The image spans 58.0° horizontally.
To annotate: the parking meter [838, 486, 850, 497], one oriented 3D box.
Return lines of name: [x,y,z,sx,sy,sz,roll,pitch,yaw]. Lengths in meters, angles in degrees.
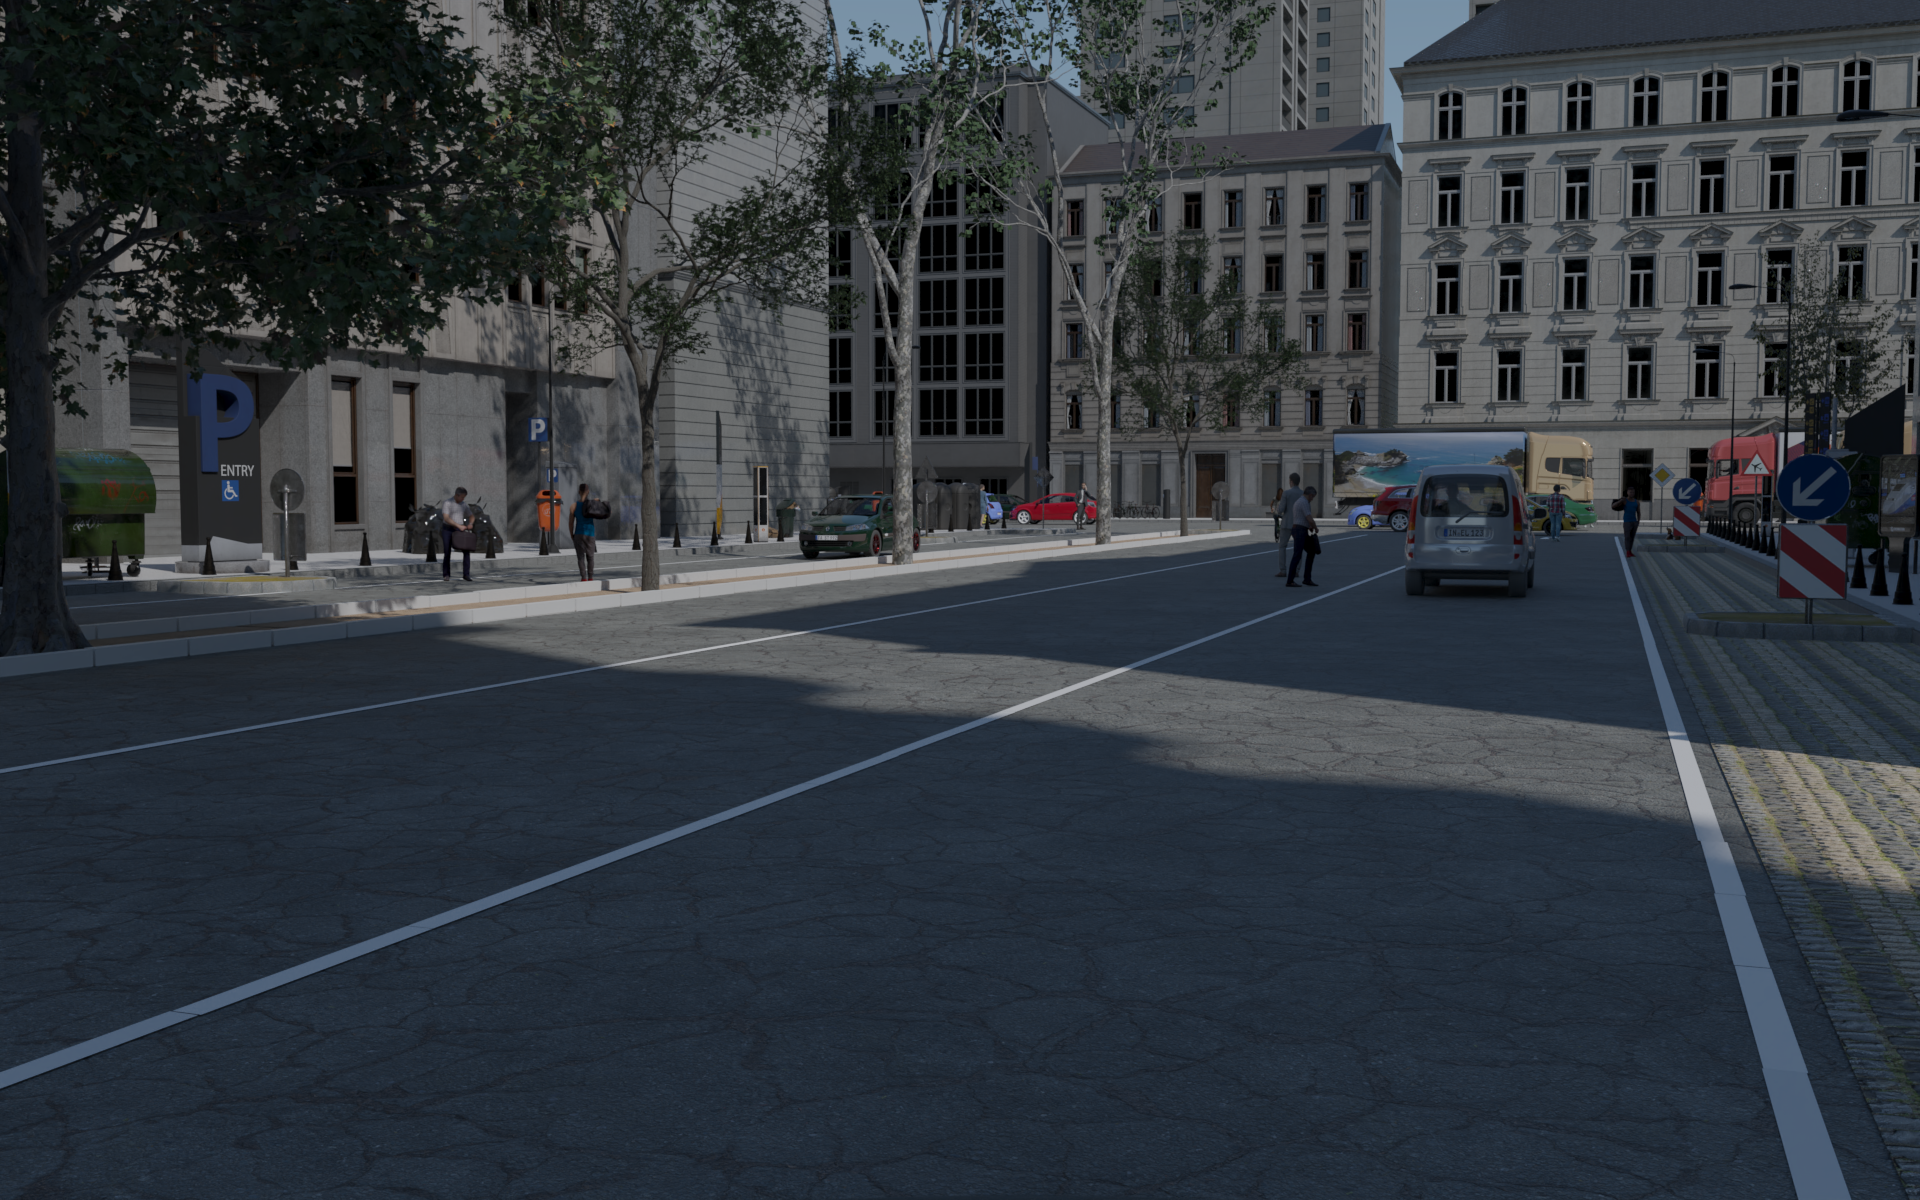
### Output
parking meter: [-3.611,-2.782,53.905,0.372,1.533,0.369,0,3,0]

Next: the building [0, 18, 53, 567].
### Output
building: [-27.892,-11.359,19.010,16.112,22.955,30.059,1,4,20]

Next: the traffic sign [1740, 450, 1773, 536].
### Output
traffic sign: [23.443,-3.120,51.015,0.884,2.594,0.081,2,4,26]

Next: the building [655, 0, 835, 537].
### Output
building: [-20.321,-17.333,60.893,29.804,29.767,11.434,1,4,20]

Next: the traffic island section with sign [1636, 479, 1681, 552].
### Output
traffic island section with sign: [17.902,-2.104,43.036,1.989,1.847,2.006,1,4,20]

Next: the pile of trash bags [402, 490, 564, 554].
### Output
pile of trash bags: [-10.464,-1.728,38.009,3.447,1.369,1.912,-1,4,-16]

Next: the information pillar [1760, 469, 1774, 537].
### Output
information pillar: [24.037,-2.879,51.570,0.304,2.012,0.304,2,4,30]

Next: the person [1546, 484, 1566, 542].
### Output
person: [18.023,-2.634,52.402,0.563,1.720,0.643,3,5,40]

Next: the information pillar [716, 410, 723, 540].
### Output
information pillar: [-6.780,-3.511,48.759,0.183,3.616,0.504,0,4,2]

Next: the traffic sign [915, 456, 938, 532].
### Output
traffic sign: [-1.142,-3.580,58.541,0.884,2.594,0.081,2,4,29]

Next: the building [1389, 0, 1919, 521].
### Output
building: [45.010,-18.998,87.033,44.131,29.872,17.030,1,4,20]

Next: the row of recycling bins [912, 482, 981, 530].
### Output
row of recycling bins: [-0.446,-3.384,62.441,1.069,1.692,3.534,3,4,38]

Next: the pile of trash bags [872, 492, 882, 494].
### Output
pile of trash bags: [-4.511,-3.430,65.839,3.447,1.369,1.912,0,4,-4]

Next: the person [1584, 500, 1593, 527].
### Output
person: [26.910,-3.917,74.355,0.589,1.601,0.330,1,4,10]

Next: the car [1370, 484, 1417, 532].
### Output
car: [18.260,-3.476,65.511,5.304,1.827,2.281,1,4,18]

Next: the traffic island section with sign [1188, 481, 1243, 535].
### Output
traffic island section with sign: [9.123,-3.263,61.490,2.006,1.907,1.989,1,4,20]

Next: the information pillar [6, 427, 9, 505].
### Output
information pillar: [-13.306,-2.034,24.603,0.504,3.616,0.183,1,4,16]

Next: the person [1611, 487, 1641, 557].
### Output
person: [15.162,-1.772,39.342,0.647,1.594,0.662,-1,4,-11]

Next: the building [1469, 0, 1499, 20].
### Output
building: [82.509,-49.301,244.317,20.611,71.187,20.563,1,4,20]

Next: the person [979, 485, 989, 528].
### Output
person: [0.853,-3.817,70.936,0.581,1.822,0.654,2,4,28]

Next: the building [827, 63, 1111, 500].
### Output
building: [-4.487,-19.008,104.285,24.014,27.812,14.314,1,4,20]

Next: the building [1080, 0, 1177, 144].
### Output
building: [24.033,-44.358,163.502,20.563,71.187,20.611,1,4,20]

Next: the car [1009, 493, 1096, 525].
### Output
car: [4.499,-4.432,81.505,4.494,1.783,2.155,1,4,20]

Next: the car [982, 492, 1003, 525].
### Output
car: [0.126,-4.403,81.575,3.694,1.707,1.945,1,4,19]

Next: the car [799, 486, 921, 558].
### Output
car: [-2.256,-1.827,39.661,2.009,1.686,4.222,1,4,18]

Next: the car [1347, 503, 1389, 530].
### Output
car: [17.606,-3.708,70.223,3.694,1.707,1.945,1,4,21]

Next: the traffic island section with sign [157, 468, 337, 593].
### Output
traffic island section with sign: [-10.523,-1.060,25.963,1.989,1.847,2.006,1,4,20]

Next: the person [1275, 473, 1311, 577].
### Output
person: [5.722,-1.300,29.951,0.606,1.804,0.583,-1,4,-21]

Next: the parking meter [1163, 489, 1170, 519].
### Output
parking meter: [10.637,-4.937,89.128,0.372,1.533,0.369,0,3,0]

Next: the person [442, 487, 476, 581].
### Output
person: [-8.239,-1.088,28.509,0.590,1.554,0.614,3,5,42]

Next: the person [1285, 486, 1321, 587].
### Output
person: [5.325,-0.986,26.826,0.590,1.554,0.614,0,4,-1]

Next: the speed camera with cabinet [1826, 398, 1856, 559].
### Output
speed camera with cabinet: [17.907,-2.496,35.149,0.660,3.252,2.038,2,4,28]

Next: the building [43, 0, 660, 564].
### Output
building: [-17.783,-13.718,42.315,12.078,24.808,19.932,1,4,20]

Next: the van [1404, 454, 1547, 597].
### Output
van: [7.586,-1.135,25.577,2.013,2.044,4.112,1,4,20]

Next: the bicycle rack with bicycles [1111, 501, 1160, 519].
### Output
bicycle rack with bicycles: [8.708,-4.693,90.114,2.852,0.926,2.925,-1,4,-23]

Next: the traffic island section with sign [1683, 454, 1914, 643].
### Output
traffic island section with sign: [8.529,-0.558,17.757,1.989,1.847,2.006,1,4,20]

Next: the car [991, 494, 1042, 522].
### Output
car: [2.532,-4.772,87.804,4.222,1.686,2.009,1,4,21]

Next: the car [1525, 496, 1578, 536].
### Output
car: [19.507,-3.079,60.573,3.980,1.641,2.015,1,4,20]

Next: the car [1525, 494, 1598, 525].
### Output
car: [22.736,-3.489,68.846,4.920,1.459,2.131,1,4,19]

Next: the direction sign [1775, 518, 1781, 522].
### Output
direction sign: [37.257,-5.299,78.630,0.876,3.537,0.379,0,3,0]

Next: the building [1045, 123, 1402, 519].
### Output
building: [14.852,-15.079,95.690,18.267,20.994,9.793,1,4,20]

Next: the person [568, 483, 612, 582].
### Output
person: [-5.737,-1.004,26.790,0.647,1.594,0.662,-2,4,-30]

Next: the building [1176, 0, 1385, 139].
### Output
building: [38.061,-46.784,203.165,20.611,71.187,20.563,1,4,20]

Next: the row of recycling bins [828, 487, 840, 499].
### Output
row of recycling bins: [-10.952,-8.941,153.296,3.534,1.692,1.069,1,4,23]

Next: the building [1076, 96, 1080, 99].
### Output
building: [13.790,-36.220,211.811,30.456,49.044,23.786,1,4,20]

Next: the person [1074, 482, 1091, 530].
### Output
person: [4.916,-3.767,69.448,0.648,1.900,0.474,-2,4,-34]

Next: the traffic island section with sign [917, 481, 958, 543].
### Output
traffic island section with sign: [-1.151,-2.606,51.243,1.989,1.847,2.006,1,4,20]

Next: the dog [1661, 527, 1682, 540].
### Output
dog: [22.039,-2.044,53.607,0.550,0.427,0.748,1,4,10]

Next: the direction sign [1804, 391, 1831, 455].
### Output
direction sign: [19.133,-2.857,38.710,0.379,3.537,0.876,0,4,-8]

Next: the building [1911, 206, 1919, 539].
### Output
building: [29.298,-11.309,39.656,10.420,20.320,16.860,1,4,20]

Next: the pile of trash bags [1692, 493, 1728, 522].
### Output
pile of trash bags: [34.728,-4.325,80.465,1.912,1.369,3.447,3,4,39]

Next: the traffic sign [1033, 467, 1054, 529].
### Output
traffic sign: [3.055,-3.656,63.419,0.795,2.450,0.064,1,4,20]

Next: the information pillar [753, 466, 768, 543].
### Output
information pillar: [-5.284,-2.532,45.894,0.304,2.012,0.304,-2,4,-35]
